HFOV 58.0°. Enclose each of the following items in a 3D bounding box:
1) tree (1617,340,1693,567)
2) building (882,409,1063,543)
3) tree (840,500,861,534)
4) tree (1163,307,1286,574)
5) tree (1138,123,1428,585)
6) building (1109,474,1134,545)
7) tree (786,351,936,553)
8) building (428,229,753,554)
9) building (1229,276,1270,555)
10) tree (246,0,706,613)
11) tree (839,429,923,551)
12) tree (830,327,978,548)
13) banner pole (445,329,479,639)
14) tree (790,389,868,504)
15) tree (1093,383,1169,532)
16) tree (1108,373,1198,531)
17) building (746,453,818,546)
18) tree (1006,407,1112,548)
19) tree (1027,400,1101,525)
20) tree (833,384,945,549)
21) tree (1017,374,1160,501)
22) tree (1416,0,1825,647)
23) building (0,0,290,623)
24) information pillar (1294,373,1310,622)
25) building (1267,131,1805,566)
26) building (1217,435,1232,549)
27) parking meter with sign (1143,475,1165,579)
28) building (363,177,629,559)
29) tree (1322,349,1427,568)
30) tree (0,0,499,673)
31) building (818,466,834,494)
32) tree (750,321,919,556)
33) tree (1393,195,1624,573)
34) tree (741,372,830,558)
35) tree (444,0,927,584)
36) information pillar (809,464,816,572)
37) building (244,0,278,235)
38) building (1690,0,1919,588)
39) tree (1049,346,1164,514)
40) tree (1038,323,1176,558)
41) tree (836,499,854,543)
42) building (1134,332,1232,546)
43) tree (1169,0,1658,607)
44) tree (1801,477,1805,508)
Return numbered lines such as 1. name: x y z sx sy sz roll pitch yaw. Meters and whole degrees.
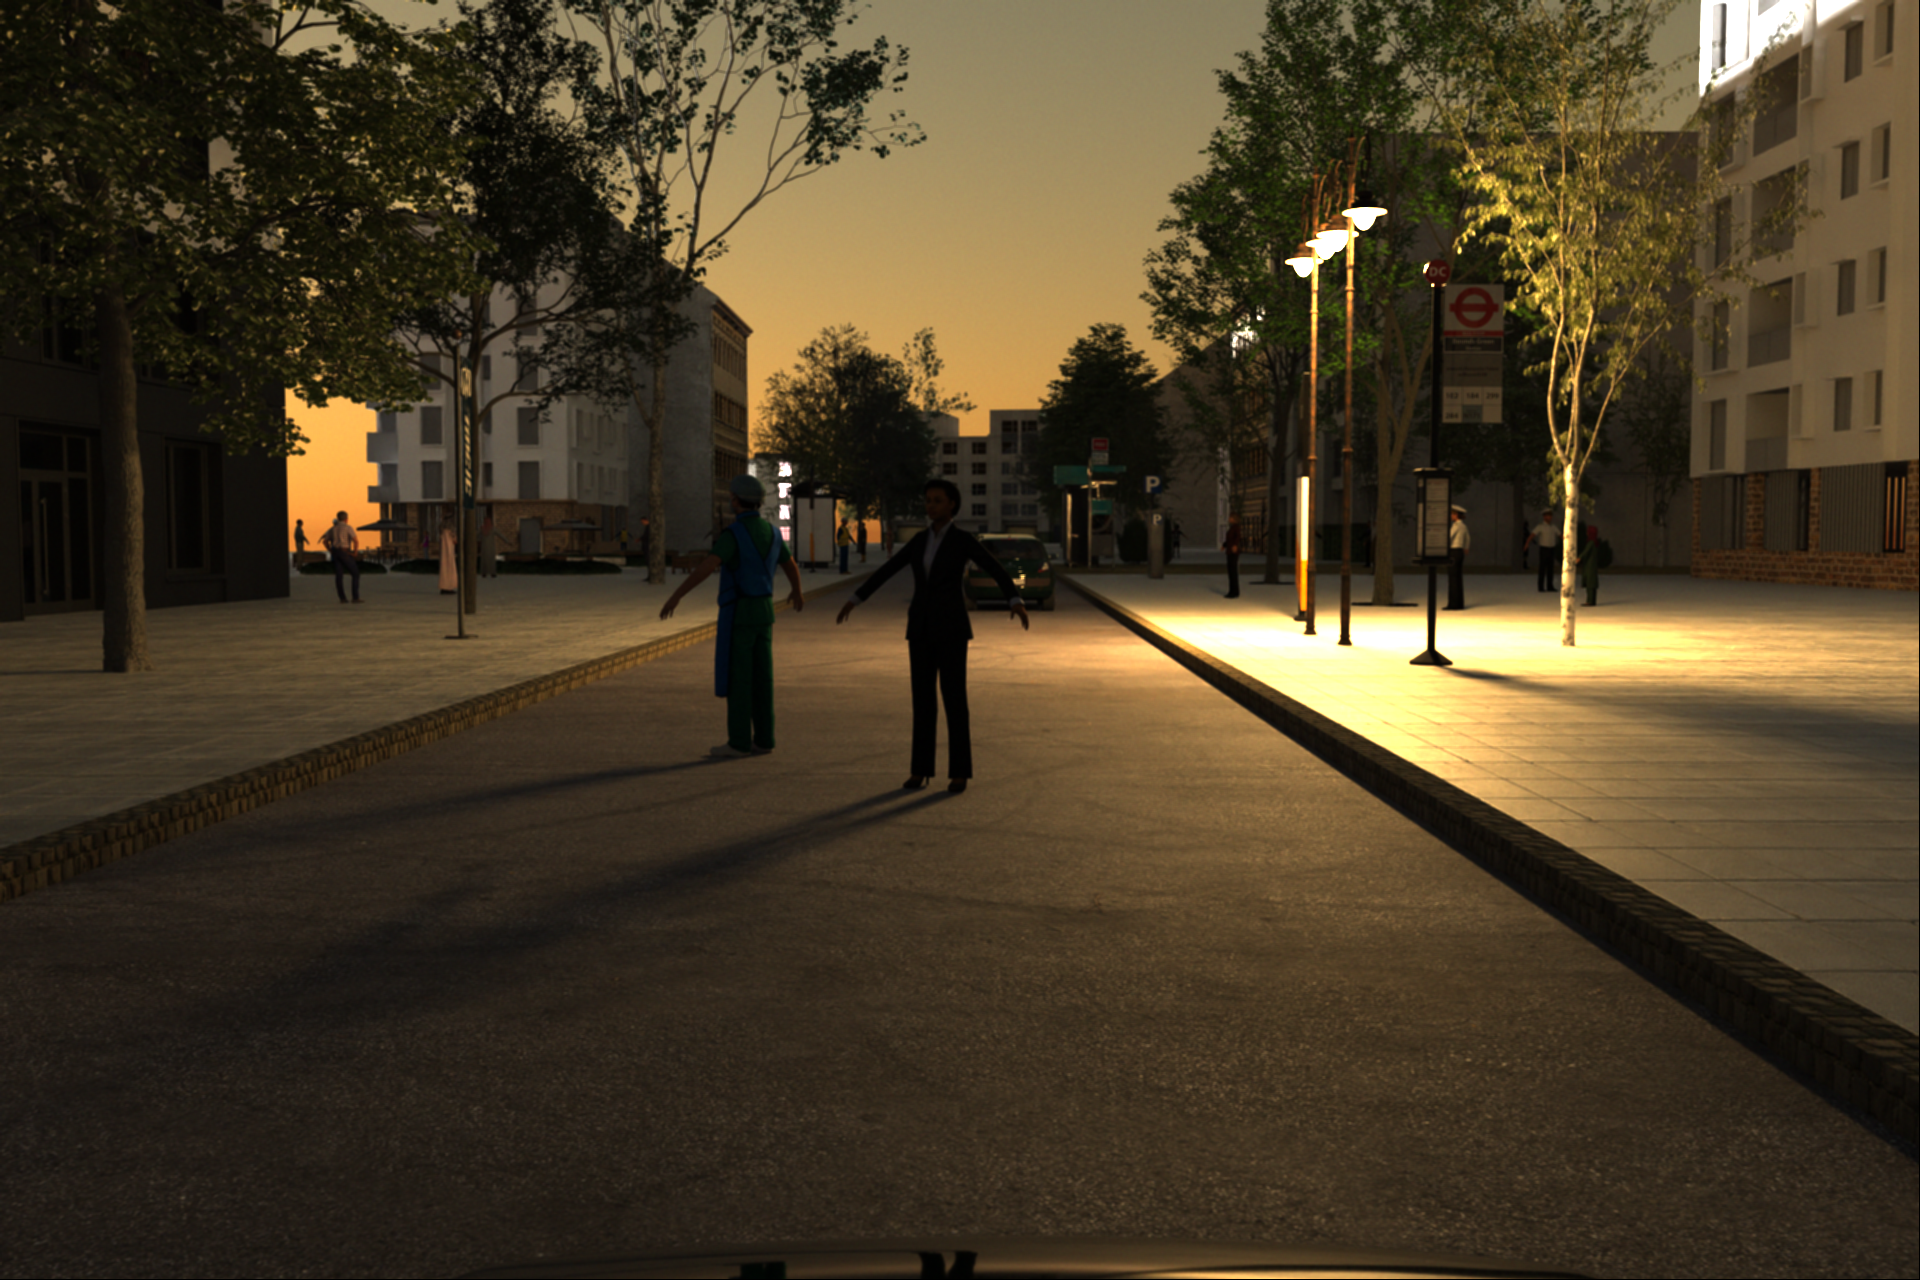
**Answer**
1. tree: 27.309 -7.120 66.767 4.737 8.622 4.395 0 3 0
2. building: 5.629 -23.481 252.834 31.486 18.905 16.747 1 4 10
3. tree: -14.315 -18.111 246.475 4.360 8.622 3.978 0 3 0
4. tree: 9.155 -6.438 55.620 4.360 8.622 3.978 0 3 0
5. tree: 8.136 -7.230 43.973 9.928 11.665 9.643 0 3 0
6. building: 26.183 -21.800 222.889 16.747 18.905 31.486 0 4 1
7. tree: -6.575 -12.501 114.766 12.009 13.543 11.850 0 3 0
8. building: -25.094 -17.670 119.826 19.493 23.208 18.063 0 3 0
9. building: 27.802 -17.083 110.234 19.493 23.208 18.063 0 4 1
10. tree: -7.633 -5.709 27.749 7.601 10.594 8.767 -2 4 -24
11. tree: -6.315 -12.244 134.606 7.601 10.594 8.767 0 4 1
12. tree: -5.266 -18.503 158.411 12.611 20.169 13.585 0 3 0
13. banner pole: -6.144 -1.924 21.482 0.401 3.779 0.863 0 4 1
14. tree: -6.897 -8.486 89.113 4.737 8.622 4.395 0 3 0
15. tree: 7.943 -8.233 84.969 4.360 8.622 3.978 0 3 0
16. tree: 8.487 -7.861 78.890 4.360 8.622 3.978 0 3 0
17. building: -20.219 -15.346 193.053 9.099 9.664 28.070 0 4 1
18. tree: 9.380 -15.180 158.566 12.009 13.543 11.850 0 3 0
19. tree: 9.183 -13.754 143.000 7.486 12.596 7.792 0 3 0
20. tree: -6.073 -14.630 145.855 9.857 13.997 8.962 0 3 0
21. tree: 9.059 -12.884 121.028 12.009 13.543 11.850 0 3 0
22. tree: 6.716 -4.232 19.551 4.360 8.622 3.978 0 3 0
23. building: -27.913 -10.687 18.714 27.936 21.610 32.646 0 4 1
24. information pillar: 5.039 -2.087 25.484 0.183 3.616 0.504 0 4 1
25. building: 26.012 -13.365 84.977 16.747 18.905 31.486 0 4 1
26. building: 26.561 -11.858 136.026 9.099 9.664 28.070 0 4 1
27. parking meter with sign: 5.681 -3.313 50.430 0.543 3.016 1.738 0 4 0
28. building: -25.328 -14.407 91.969 16.016 20.090 11.380 0 4 2
29. tree: 15.915 -7.100 66.450 4.360 8.622 3.978 0 3 0
30. tree: -8.226 -5.971 15.751 7.486 12.596 7.792 0 3 0
31. building: -20.743 -17.195 223.281 9.099 9.664 28.070 0 4 1
32. tree: -7.272 -11.602 100.057 12.009 13.543 11.850 0 3 0
33. tree: 18.095 -8.500 57.095 7.486 12.596 7.792 0 3 0
34. tree: -7.611 -7.821 78.234 4.360 8.622 3.978 0 3 0
35. tree: -7.261 -11.571 45.078 12.611 20.169 13.585 0 3 0
36. information pillar: -4.955 -4.080 58.068 0.183 3.616 0.504 0 4 3
37. building: -25.167 -11.086 37.677 16.016 20.090 11.380 0 4 1
38. building: 26.441 -11.738 48.336 16.016 20.090 11.380 0 4 1
39. tree: 8.912 -11.392 104.383 7.486 12.596 7.792 0 3 0
40. tree: 7.663 -10.743 93.775 7.486 12.596 7.792 0 3 0
41. tree: -16.101 -18.475 252.424 4.737 8.622 4.395 0 3 0
42. building: 29.286 -21.999 190.605 19.493 23.208 18.063 0 4 1
43. tree: 7.749 -6.417 30.673 9.928 11.665 9.643 0 3 0
44. tree: 28.041 -6.623 58.647 4.360 8.622 3.978 0 3 0
